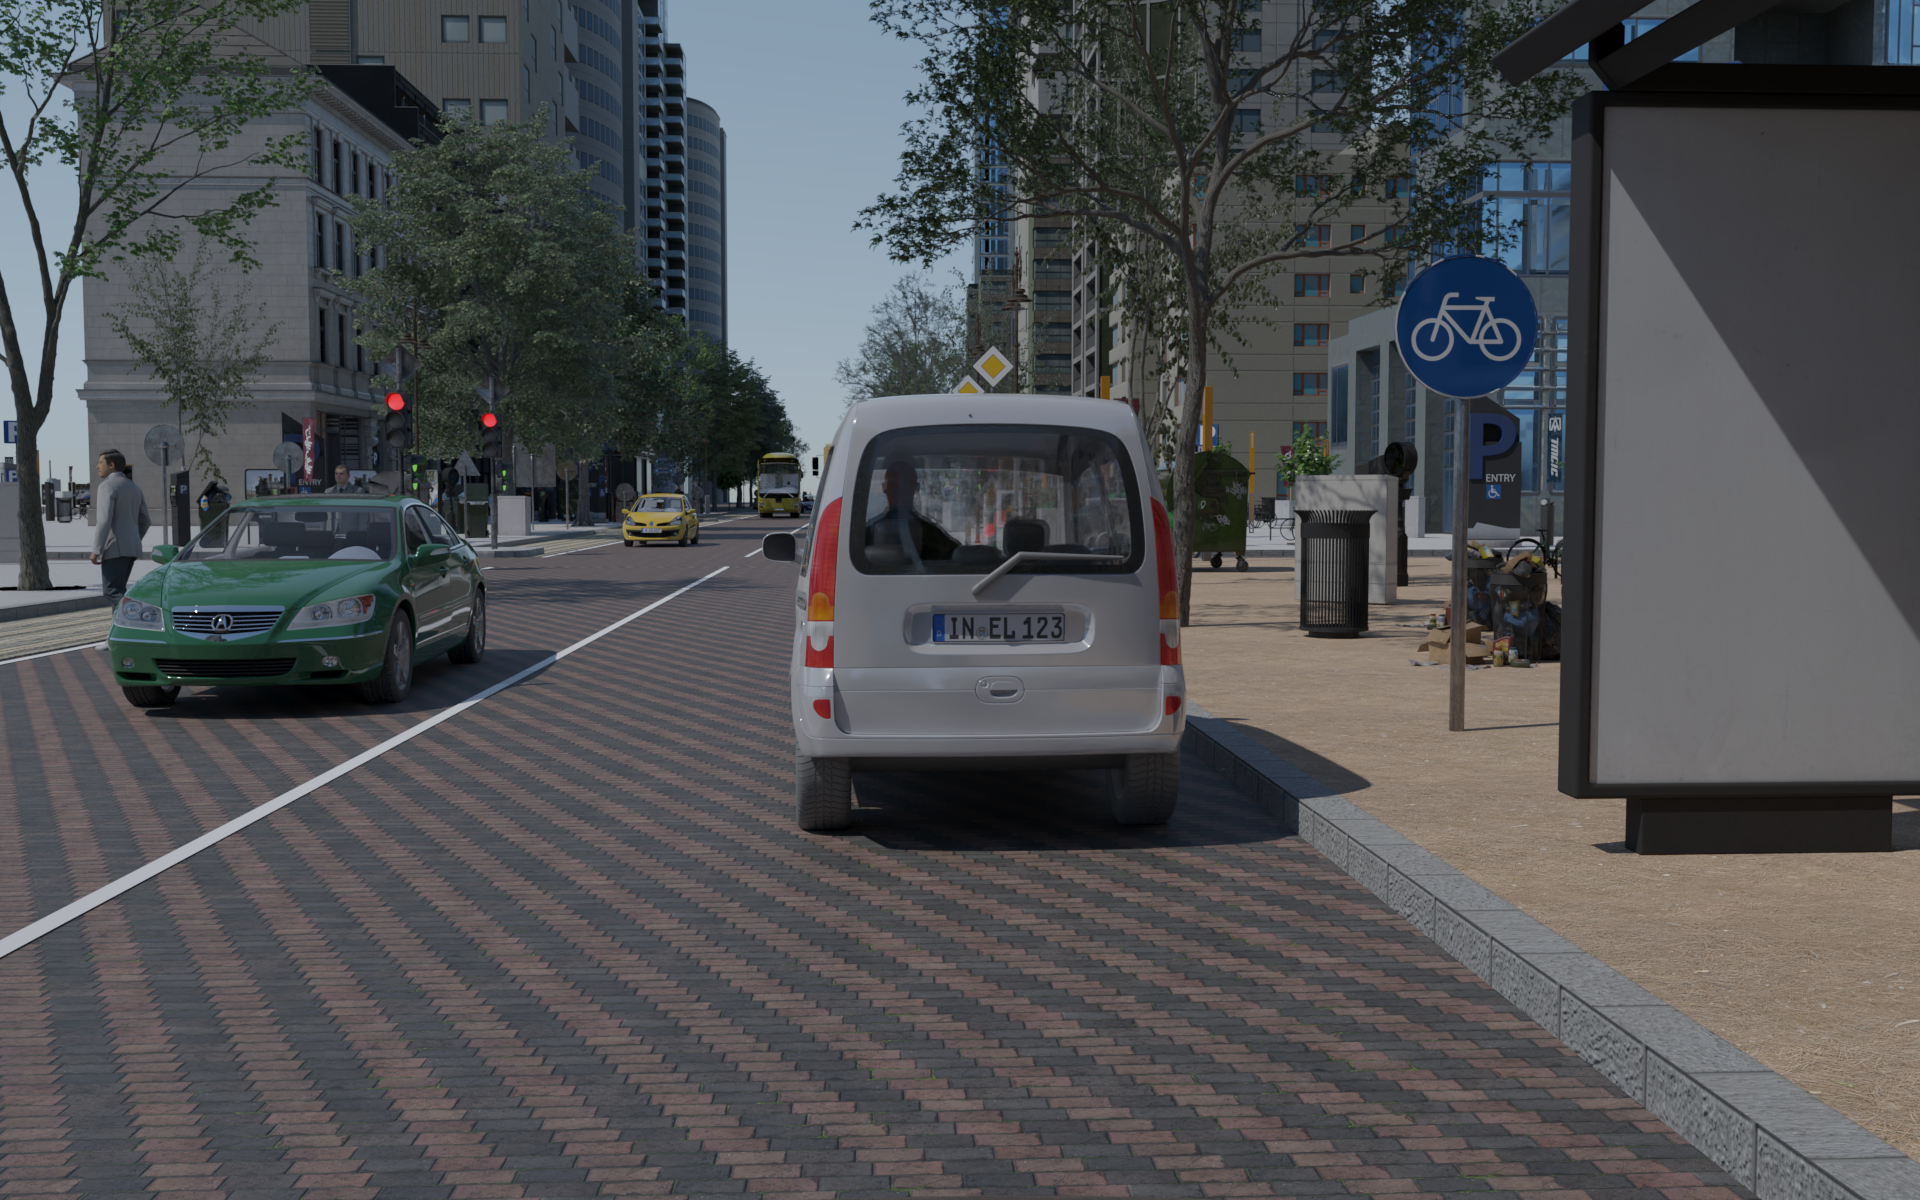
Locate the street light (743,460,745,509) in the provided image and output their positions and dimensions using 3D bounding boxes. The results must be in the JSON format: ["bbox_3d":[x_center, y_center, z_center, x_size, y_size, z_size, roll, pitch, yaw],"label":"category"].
[{"bbox_3d":[-19.009,-10.972,152.175,0.468,5.910,1.993,0,4,-3],"label":"street light"}]

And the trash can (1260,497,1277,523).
[{"bbox_3d":[13.936,-4.074,78.265,0.748,1.137,0.748,0,3,0],"label":"trash can"}]

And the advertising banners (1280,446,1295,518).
[{"bbox_3d":[12.618,-4.074,62.792,2.074,3.025,0.090,0,4,-2],"label":"advertising banners"}]

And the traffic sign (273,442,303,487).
[{"bbox_3d":[-16.357,-2.574,42.198,0.768,2.556,0.104,0,4,2],"label":"traffic sign"}]

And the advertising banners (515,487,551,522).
[{"bbox_3d":[-19.651,-5.044,78.650,2.074,3.025,0.090,-2,4,-27],"label":"advertising banners"}]

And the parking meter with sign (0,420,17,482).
[{"bbox_3d":[-22.852,-2.785,41.794,0.543,3.016,1.738,-3,4,-36],"label":"parking meter with sign"}]

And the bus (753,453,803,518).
[{"bbox_3d":[-11.096,-7.061,106.992,2.896,3.916,12.252,0,4,-5],"label":"bus"}]

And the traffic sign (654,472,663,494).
[{"bbox_3d":[-18.128,-6.307,103.121,0.884,2.594,0.081,0,4,3],"label":"traffic sign"}]

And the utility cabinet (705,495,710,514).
[{"bbox_3d":[-16.555,-6.258,113.476,0.306,1.237,1.020,-1,4,-10],"label":"utility cabinet"}]

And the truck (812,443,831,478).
[{"bbox_3d":[-3.807,-4.233,65.140,3.469,3.379,9.791,0,4,-5],"label":"truck"}]

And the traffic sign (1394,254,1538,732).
[{"bbox_3d":[2.691,-0.563,9.305,0.768,2.556,0.104,0,4,0],"label":"traffic sign"}]

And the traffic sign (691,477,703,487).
[{"bbox_3d":[-17.236,-6.878,113.640,0.795,2.450,0.064,0,4,4],"label":"traffic sign"}]

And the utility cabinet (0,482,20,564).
[{"bbox_3d":[-17.423,-1.401,31.590,1.173,1.500,0.318,-2,4,-25],"label":"utility cabinet"}]

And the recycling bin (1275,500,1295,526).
[{"bbox_3d":[13.152,-3.490,69.614,0.722,1.027,0.722,-3,5,-44],"label":"recycling bin"}]

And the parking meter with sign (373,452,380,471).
[{"bbox_3d":[-23.371,-4.628,71.925,1.738,3.016,0.543,-2,4,-35],"label":"parking meter with sign"}]

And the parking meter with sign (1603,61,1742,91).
[{"bbox_3d":[3.386,-0.712,7.902,0.543,3.016,1.738,2,4,33],"label":"parking meter with sign"}]

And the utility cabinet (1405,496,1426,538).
[{"bbox_3d":[13.161,-2.424,50.801,0.306,1.237,1.020,-2,4,-34],"label":"utility cabinet"}]

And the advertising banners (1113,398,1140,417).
[{"bbox_3d":[2.277,-2.165,31.590,2.074,3.025,0.090,0,4,-1],"label":"advertising banners"}]

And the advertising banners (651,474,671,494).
[{"bbox_3d":[-17.738,-6.480,102.139,0.090,3.025,2.074,2,4,30],"label":"advertising banners"}]

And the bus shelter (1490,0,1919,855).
[{"bbox_3d":[3.085,-0.594,3.639,2.014,3.302,5.546,0,4,-3],"label":"bus shelter"}]

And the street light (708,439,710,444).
[{"bbox_3d":[-17.103,-8.813,116.886,0.468,5.910,1.993,0,4,-3],"label":"street light"}]

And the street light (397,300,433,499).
[{"bbox_3d":[-12.965,-4.194,41.358,0.468,5.910,1.993,0,4,-3],"label":"street light"}]

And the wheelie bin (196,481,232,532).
[{"bbox_3d":[-17.776,-2.044,41.327,0.693,1.594,0.980,-1,4,-10],"label":"wheelie bin"}]

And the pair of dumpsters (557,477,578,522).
[{"bbox_3d":[-18.184,-4.903,82.657,1.574,2.255,4.437,0,4,-3],"label":"pair of dumpsters"}]

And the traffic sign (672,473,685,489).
[{"bbox_3d":[-16.628,-6.261,102.474,0.768,2.556,0.104,0,4,-1],"label":"traffic sign"}]

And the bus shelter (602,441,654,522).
[{"bbox_3d":[-16.287,-6.477,83.535,2.179,5.291,8.768,0,4,-3],"label":"bus shelter"}]

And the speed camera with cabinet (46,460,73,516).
[{"bbox_3d":[-52.422,-6.512,100.812,2.038,3.252,0.660,3,4,38],"label":"speed camera with cabinet"}]

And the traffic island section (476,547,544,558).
[{"bbox_3d":[-10.862,-1.105,40.344,2.009,0.180,2.903,0,4,-3],"label":"traffic island section"}]

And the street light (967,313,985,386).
[{"bbox_3d":[0.459,-4.383,44.444,0.468,5.910,1.993,0,4,-3],"label":"street light"}]

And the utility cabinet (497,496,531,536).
[{"bbox_3d":[-13.671,-2.568,53.152,1.020,1.237,0.306,1,4,20],"label":"utility cabinet"}]

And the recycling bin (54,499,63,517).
[{"bbox_3d":[-50.944,-5.192,97.439,0.722,1.027,0.722,3,5,45],"label":"recycling bin"}]

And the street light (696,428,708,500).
[{"bbox_3d":[-16.753,-8.480,111.432,0.468,5.910,1.993,0,4,-3],"label":"street light"}]

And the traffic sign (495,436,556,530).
[{"bbox_3d":[-15.388,-4.109,61.052,2.265,3.308,0.079,0,4,1],"label":"traffic sign"}]

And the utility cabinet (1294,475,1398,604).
[{"bbox_3d":[4.540,-0.715,20.365,1.173,1.500,0.318,3,5,40],"label":"utility cabinet"}]

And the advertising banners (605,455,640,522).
[{"bbox_3d":[-15.462,-5.034,78.493,2.074,3.025,0.090,-2,4,-35],"label":"advertising banners"}]

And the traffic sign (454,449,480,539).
[{"bbox_3d":[-14.216,-3.044,49.768,0.884,2.594,0.081,0,4,4],"label":"traffic sign"}]

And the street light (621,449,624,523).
[{"bbox_3d":[-14.890,-6.337,76.393,0.468,5.910,1.993,0,4,-3],"label":"street light"}]

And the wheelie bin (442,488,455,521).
[{"bbox_3d":[-16.205,-2.918,55.625,0.693,1.594,0.980,1,4,21],"label":"wheelie bin"}]

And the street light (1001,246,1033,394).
[{"bbox_3d":[1.061,-3.653,32.510,0.468,5.910,1.993,0,4,-3],"label":"street light"}]

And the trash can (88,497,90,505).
[{"bbox_3d":[-45.155,-4.823,90.513,0.748,1.137,0.748,0,3,0],"label":"trash can"}]

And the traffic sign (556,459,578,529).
[{"bbox_3d":[-14.303,-3.850,63.060,0.768,2.556,0.104,0,4,-2],"label":"traffic sign"}]

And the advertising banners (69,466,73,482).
[{"bbox_3d":[-55.196,-6.771,106.898,0.090,3.025,2.074,0,4,-2],"label":"advertising banners"}]

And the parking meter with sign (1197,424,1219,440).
[{"bbox_3d":[5.814,-2.825,42.443,0.543,3.016,1.738,2,4,25],"label":"parking meter with sign"}]

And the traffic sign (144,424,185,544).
[{"bbox_3d":[-14.501,-1.924,31.569,0.768,2.556,0.104,0,4,5],"label":"traffic sign"}]

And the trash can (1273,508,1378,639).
[{"bbox_3d":[3.363,-0.238,15.550,0.748,1.137,0.748,0,3,0],"label":"trash can"}]

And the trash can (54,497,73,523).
[{"bbox_3d":[-39.768,-3.990,76.897,0.748,1.137,0.748,0,3,0],"label":"trash can"}]

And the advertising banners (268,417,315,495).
[{"bbox_3d":[-15.454,-2.684,40.079,2.074,3.025,0.090,3,5,40],"label":"advertising banners"}]
